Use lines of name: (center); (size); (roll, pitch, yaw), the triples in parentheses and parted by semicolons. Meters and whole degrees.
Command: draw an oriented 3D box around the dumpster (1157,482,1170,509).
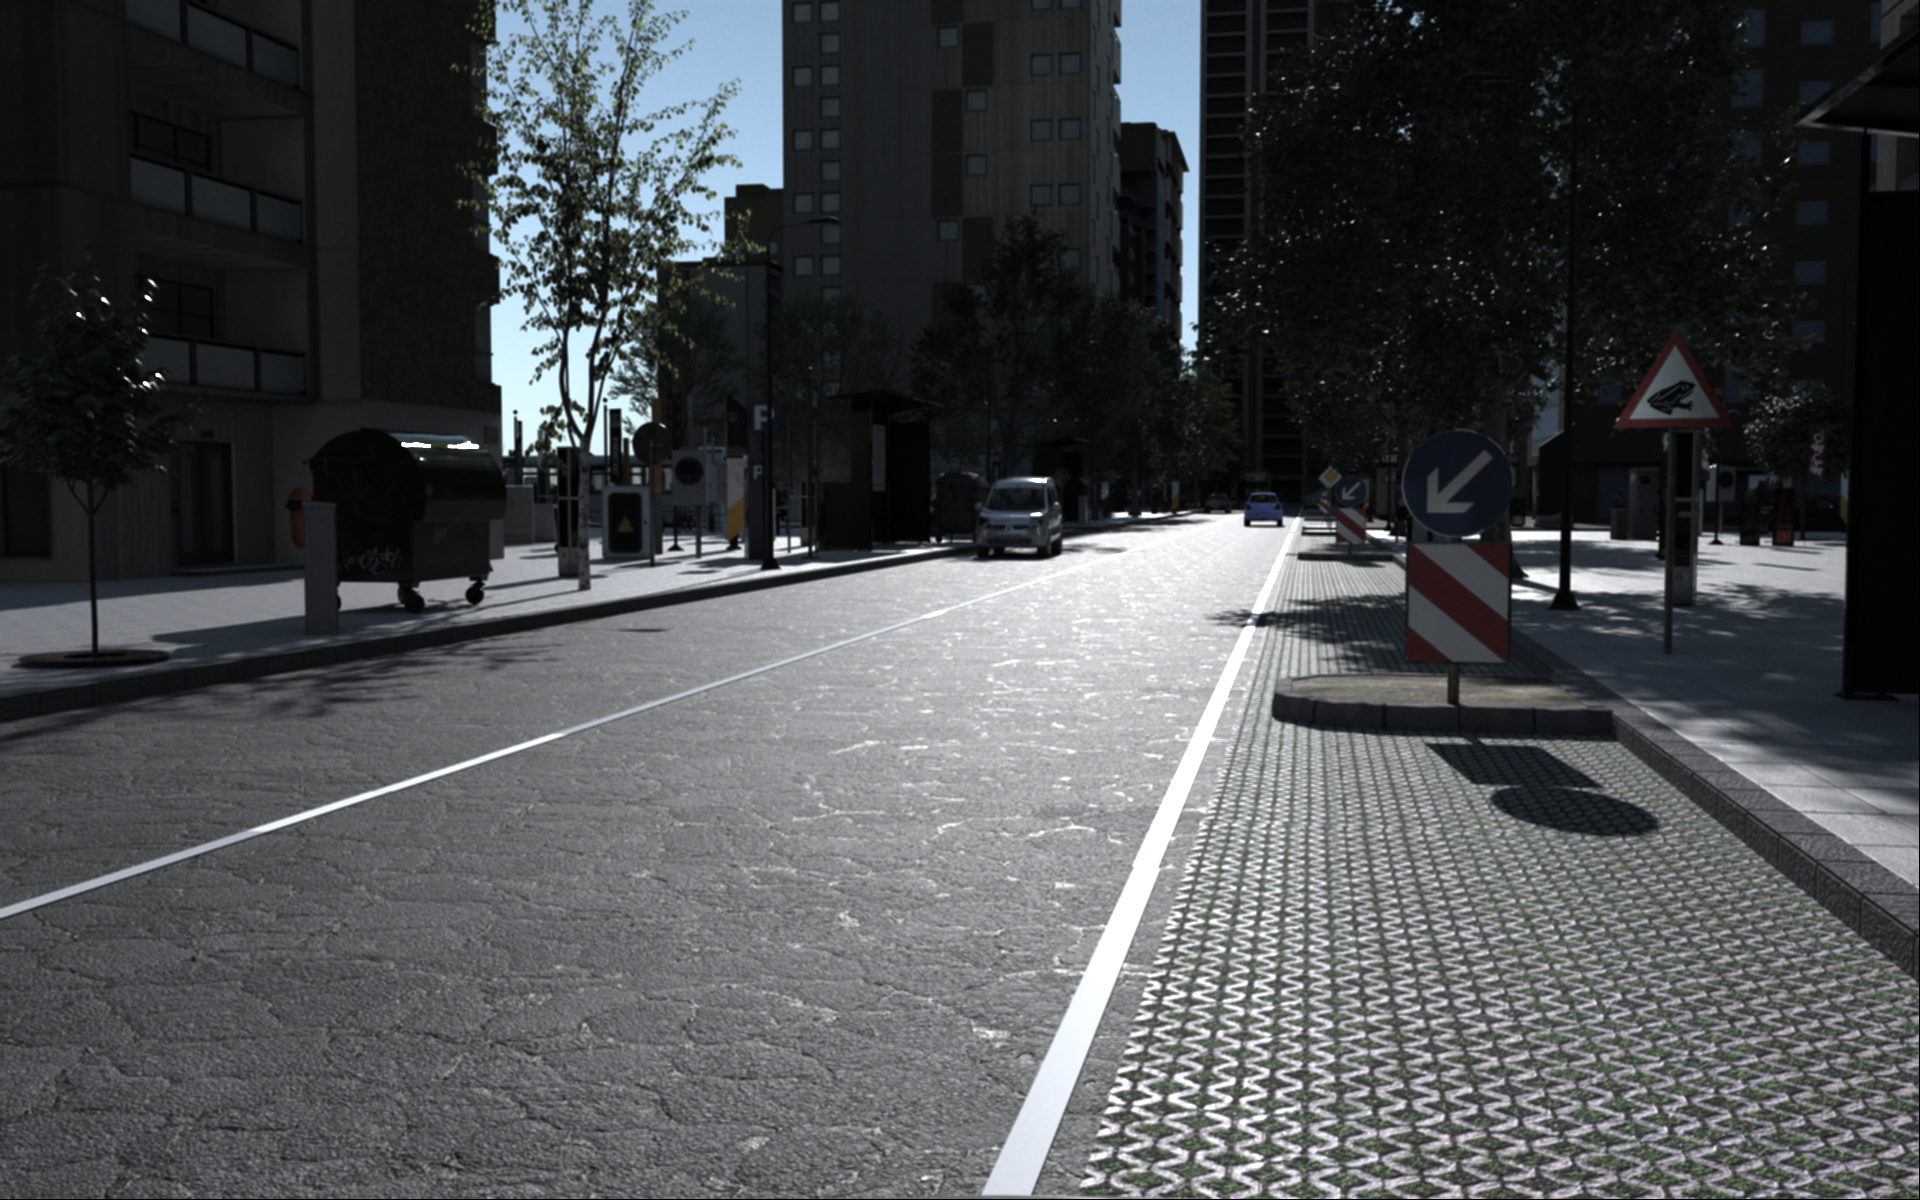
dumpster: (15.690, -8.006, 133.388); (1.502, 2.255, 1.985); (1, 4, 11)

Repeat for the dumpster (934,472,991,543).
dumpster: (0.062, -2.473, 46.193); (1.264, 1.857, 1.865); (1, 4, 11)

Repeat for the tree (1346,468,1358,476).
tree: (29.006, -8.158, 127.981); (1.663, 3.219, 1.824); (0, 3, 0)

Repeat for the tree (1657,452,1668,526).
tree: (28.477, -4.578, 69.446); (1.663, 3.219, 1.824); (0, 3, 0)

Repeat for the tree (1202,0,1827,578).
tree: (8.179, -6.699, 26.530); (9.611, 12.733, 9.660); (0, 3, 0)

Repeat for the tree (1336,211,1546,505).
tree: (12.268, -5.648, 42.709); (4.737, 8.622, 4.395); (0, 3, 0)

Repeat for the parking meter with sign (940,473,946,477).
parking meter with sign: (-0.824, -9.028, 143.874); (0.543, 3.016, 1.738); (3, 5, 44)

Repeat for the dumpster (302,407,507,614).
dumpster: (-6.192, -1.032, 19.370); (1.502, 2.255, 1.985); (1, 4, 11)

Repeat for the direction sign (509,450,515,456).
direction sign: (-23.038, -5.943, 89.165); (0.379, 3.537, 0.876); (0, 4, 5)

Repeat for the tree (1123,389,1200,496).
tree: (14.231, -10.298, 118.736); (4.360, 8.622, 3.978); (0, 3, 0)

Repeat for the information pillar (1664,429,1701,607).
information pillar: (8.255, -0.936, 19.792); (0.304, 2.012, 0.304); (2, 4, 31)

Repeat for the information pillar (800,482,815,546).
information pillar: (-3.777, -2.353, 42.957); (0.304, 2.012, 0.304); (1, 4, 12)

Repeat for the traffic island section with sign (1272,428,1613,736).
traffic island section with sign: (3.065, -0.163, 11.296); (1.989, 1.847, 2.006); (1, 4, 11)

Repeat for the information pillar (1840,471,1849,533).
information pillar: (29.133, -4.007, 56.877); (0.183, 3.616, 0.504); (0, 4, -7)

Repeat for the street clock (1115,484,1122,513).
street clock: (11.004, -7.093, 120.541); (0.471, 2.002, 0.358); (0, 4, -1)

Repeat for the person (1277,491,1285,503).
person: (39.137, -12.442, 211.934); (1.348, 1.823, 0.705); (3, 5, 40)

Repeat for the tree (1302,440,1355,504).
tree: (46.500, -18.263, 216.721); (7.486, 12.596, 7.792); (0, 3, 0)

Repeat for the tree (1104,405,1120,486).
tree: (11.972, -11.539, 139.031); (4.360, 8.622, 3.978); (0, 3, 0)

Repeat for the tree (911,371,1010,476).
tree: (0.507, -9.276, 102.021); (4.737, 8.622, 4.395); (0, 3, 0)

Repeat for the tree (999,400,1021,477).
tree: (3.832, -11.059, 131.178); (4.360, 8.622, 3.978); (0, 3, 0)

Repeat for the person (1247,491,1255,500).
person: (26.859, -9.163, 158.837); (1.217, 1.766, 0.721); (3, 5, 41)

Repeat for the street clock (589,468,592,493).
street clock: (-9.423, -2.370, 43.327); (0.358, 2.002, 0.471); (1, 4, 21)

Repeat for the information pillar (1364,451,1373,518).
information pillar: (22.232, -6.305, 94.446); (0.504, 3.616, 0.183); (0, 4, 7)

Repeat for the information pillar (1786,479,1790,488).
information pillar: (30.452, -4.422, 63.662); (0.183, 3.616, 0.504); (1, 4, 21)

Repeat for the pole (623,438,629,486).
pole: (-12.116, -4.226, 62.932); (0.158, 3.312, 0.155); (0, 3, 0)

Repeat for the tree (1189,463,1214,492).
tree: (21.756, -10.770, 159.797); (4.285, 4.588, 4.351); (0, 3, 0)

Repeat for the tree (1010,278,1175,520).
tree: (6.468, -9.731, 84.862); (9.928, 11.665, 9.643); (0, 3, 0)

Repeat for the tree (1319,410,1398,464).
tree: (26.036, -10.804, 111.058); (7.601, 10.594, 8.767); (2, 4, 26)

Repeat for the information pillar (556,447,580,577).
information pillar: (-6.054, -1.374, 26.954); (0.304, 2.012, 0.304); (3, 5, 40)

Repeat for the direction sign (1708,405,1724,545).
direction sign: (19.182, -3.171, 43.842); (0.379, 3.537, 0.876); (2, 4, 34)

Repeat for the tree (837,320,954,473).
tree: (-3.292, -7.578, 74.257); (4.360, 8.622, 3.978); (0, 3, 0)

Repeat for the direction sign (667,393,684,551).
direction sign: (-6.437, -2.883, 39.131); (0.379, 3.537, 0.876); (-2, 4, -28)

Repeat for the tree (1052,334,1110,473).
tree: (10.180, -11.287, 101.557); (9.611, 12.733, 9.660); (0, 3, 0)

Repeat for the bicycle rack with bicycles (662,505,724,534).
bicycle rack with bicycles: (-8.813, -2.660, 56.865); (2.852, 0.926, 2.925); (-1, 4, -21)

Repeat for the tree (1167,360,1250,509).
tree: (20.088, -13.966, 146.478); (7.486, 12.596, 7.792); (0, 3, 0)

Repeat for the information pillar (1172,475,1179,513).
information pillar: (14.268, -7.547, 114.741); (0.504, 3.616, 0.183); (1, 4, 23)

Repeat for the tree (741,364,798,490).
tree: (-10.416, -9.034, 98.074); (4.737, 8.622, 4.395); (0, 3, 0)

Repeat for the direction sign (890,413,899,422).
direction sign: (-1.804, -3.312, 46.147); (0.379, 3.537, 0.876); (-2, 4, -25)

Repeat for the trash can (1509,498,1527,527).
trash can: (21.927, -3.456, 68.151); (0.748, 1.137, 0.748); (0, 3, 0)

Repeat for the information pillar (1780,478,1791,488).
information pillar: (33.188, -3.986, 69.668); (0.304, 2.012, 0.304); (-1, 4, -18)

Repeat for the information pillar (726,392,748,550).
information pillar: (-5.148, -2.973, 39.956); (0.504, 3.616, 0.183); (0, 4, -2)

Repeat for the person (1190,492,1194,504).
person: (29.904, -13.102, 223.265); (0.990, 1.755, 0.434); (-3, 5, -45)

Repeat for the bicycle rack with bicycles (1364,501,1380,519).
bicycle rack with bicycles: (21.710, -4.709, 90.379); (2.852, 0.926, 2.925); (0, 4, -1)

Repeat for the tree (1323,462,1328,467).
tree: (24.321, -9.366, 103.494); (4.737, 8.622, 4.395); (0, 3, 0)

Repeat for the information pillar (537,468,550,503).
information pillar: (-11.958, -2.769, 49.763); (0.304, 2.012, 0.304); (0, 4, 1)

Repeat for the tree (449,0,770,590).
tree: (-4.906, -4.453, 23.164); (4.360, 8.622, 3.978); (0, 3, 0)

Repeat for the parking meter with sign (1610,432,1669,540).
parking meter with sign: (19.233, -3.214, 48.808); (1.738, 3.016, 0.543); (-1, 4, -13)

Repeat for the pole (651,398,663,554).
pole: (-6.449, -2.631, 36.864); (0.158, 3.312, 0.155); (0, 3, 0)

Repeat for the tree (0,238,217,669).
tree: (-6.519, -1.140, 13.239); (1.663, 3.219, 1.824); (0, 3, 0)

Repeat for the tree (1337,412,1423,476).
tree: (19.012, -7.535, 73.553); (4.360, 8.622, 3.978); (0, 3, 0)

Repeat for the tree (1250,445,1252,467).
tree: (27.435, -16.468, 187.380); (7.486, 12.596, 7.792); (0, 3, 0)

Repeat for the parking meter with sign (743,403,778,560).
parking meter with sign: (-3.997, -2.321, 34.207); (0.543, 3.016, 1.738); (-1, 4, -15)

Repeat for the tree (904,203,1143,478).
tree: (1.542, -7.425, 55.804); (7.601, 10.594, 8.767); (3, 5, 40)

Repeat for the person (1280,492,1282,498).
person: (40.274, -12.801, 217.757); (0.705, 1.831, 1.348); (0, 4, 3)

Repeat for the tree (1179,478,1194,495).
tree: (17.639, -8.806, 138.587); (1.663, 3.219, 1.824); (0, 3, 0)
